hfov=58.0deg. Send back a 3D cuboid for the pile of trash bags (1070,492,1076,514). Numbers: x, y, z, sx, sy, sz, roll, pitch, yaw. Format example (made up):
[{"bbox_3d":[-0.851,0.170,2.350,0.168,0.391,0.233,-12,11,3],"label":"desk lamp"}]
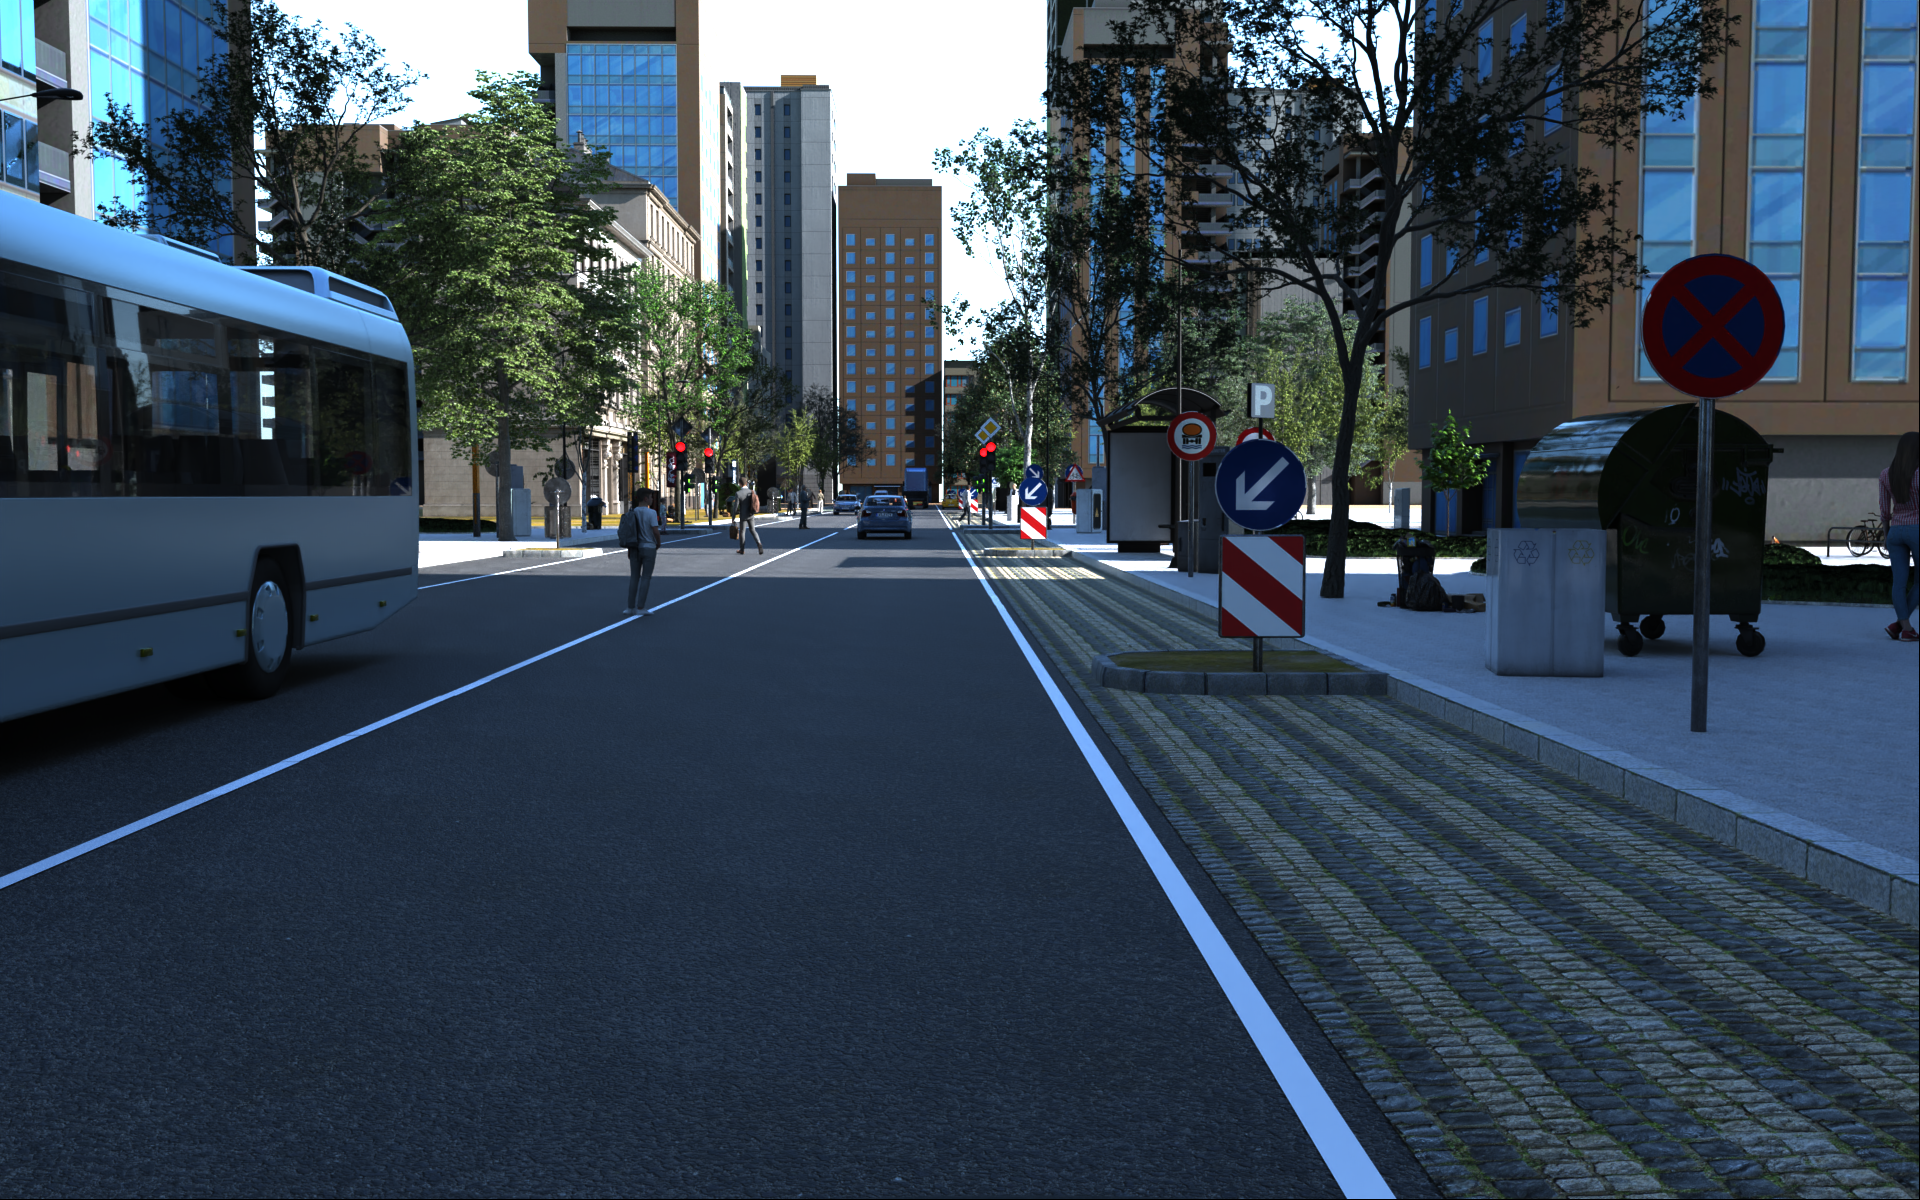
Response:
[{"bbox_3d":[6.210,-3.757,71.185,3.447,1.369,1.912,0,4,-7],"label":"pile of trash bags"}]

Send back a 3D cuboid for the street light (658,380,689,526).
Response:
[{"bbox_3d":[-11.720,-6.001,70.665,1.470,5.913,1.316,0,4,-1],"label":"street light"}]

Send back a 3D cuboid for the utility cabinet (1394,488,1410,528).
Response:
[{"bbox_3d":[15.900,-3.284,62.376,0.318,1.500,1.173,0,4,1],"label":"utility cabinet"}]

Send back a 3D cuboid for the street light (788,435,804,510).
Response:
[{"bbox_3d":[-12.904,-9.984,135.779,1.470,5.913,1.316,0,4,-1],"label":"street light"}]

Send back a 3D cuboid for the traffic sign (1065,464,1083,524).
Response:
[{"bbox_3d":[4.895,-4.545,74.423,0.768,2.556,0.104,0,4,6],"label":"traffic sign"}]

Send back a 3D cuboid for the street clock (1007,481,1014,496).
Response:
[{"bbox_3d":[2.914,-5.814,99.627,0.358,2.002,0.471,3,5,43],"label":"street clock"}]

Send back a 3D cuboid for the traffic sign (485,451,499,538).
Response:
[{"bbox_3d":[-13.544,-3.094,50.692,0.768,2.556,0.104,0,4,6],"label":"traffic sign"}]

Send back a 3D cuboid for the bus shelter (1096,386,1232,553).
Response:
[{"bbox_3d":[4.045,-2.535,35.371,2.014,3.302,5.546,0,4,-1],"label":"bus shelter"}]

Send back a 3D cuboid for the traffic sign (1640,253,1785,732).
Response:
[{"bbox_3d":[3.993,-0.561,9.286,0.768,2.556,0.104,0,4,0],"label":"traffic sign"}]

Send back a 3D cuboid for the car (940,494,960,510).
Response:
[{"bbox_3d":[-0.821,-9.226,161.062,2.015,1.641,3.980,0,4,-1],"label":"car"}]

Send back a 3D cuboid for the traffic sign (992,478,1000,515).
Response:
[{"bbox_3d":[2.116,-6.300,105.142,0.606,2.300,0.079,0,4,5],"label":"traffic sign"}]

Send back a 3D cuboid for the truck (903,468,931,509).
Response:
[{"bbox_3d":[-4.565,-11.146,171.991,2.967,4.110,18.799,0,4,1],"label":"truck"}]

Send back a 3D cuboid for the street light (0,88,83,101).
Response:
[{"bbox_3d":[-10.740,-2.901,19.971,1.470,5.913,1.316,0,4,-1],"label":"street light"}]

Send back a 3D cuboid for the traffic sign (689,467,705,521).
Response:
[{"bbox_3d":[-12.630,-5.062,82.771,0.884,2.594,0.081,0,4,1],"label":"traffic sign"}]

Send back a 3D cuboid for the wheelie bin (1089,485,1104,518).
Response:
[{"bbox_3d":[4.724,-3.251,61.063,0.693,1.594,0.980,1,4,21],"label":"wheelie bin"}]

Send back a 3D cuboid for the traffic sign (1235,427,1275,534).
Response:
[{"bbox_3d":[5.608,-2.005,32.888,0.768,2.556,0.104,1,4,9],"label":"traffic sign"}]

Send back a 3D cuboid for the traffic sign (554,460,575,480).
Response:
[{"bbox_3d":[-14.121,-3.779,61.895,0.768,2.556,0.104,0,4,2],"label":"traffic sign"}]

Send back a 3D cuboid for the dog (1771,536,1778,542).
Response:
[{"bbox_3d":[17.227,-1.134,36.269,0.748,0.427,0.550,1,4,10],"label":"dog"}]

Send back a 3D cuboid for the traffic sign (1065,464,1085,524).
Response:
[{"bbox_3d":[4.902,-4.513,73.786,0.884,2.594,0.081,0,4,7],"label":"traffic sign"}]

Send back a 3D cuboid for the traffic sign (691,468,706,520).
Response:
[{"bbox_3d":[-12.920,-5.217,85.411,0.768,2.556,0.104,0,4,8],"label":"traffic sign"}]

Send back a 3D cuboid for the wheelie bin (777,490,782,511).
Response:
[{"bbox_3d":[-13.850,-7.476,130.133,0.980,1.594,0.693,-1,4,-20],"label":"wheelie bin"}]

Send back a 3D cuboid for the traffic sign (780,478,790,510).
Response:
[{"bbox_3d":[-14.114,-8.545,139.714,0.884,2.594,0.081,0,4,7],"label":"traffic sign"}]

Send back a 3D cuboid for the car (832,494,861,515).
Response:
[{"bbox_3d":[-7.877,-6.653,120.781,2.014,1.417,4.499,0,4,-1],"label":"car"}]

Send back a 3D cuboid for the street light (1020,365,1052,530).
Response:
[{"bbox_3d":[2.600,-5.475,62.064,1.470,5.913,1.316,0,4,-1],"label":"street light"}]

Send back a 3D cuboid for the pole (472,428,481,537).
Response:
[{"bbox_3d":[-14.520,-3.555,51.963,0.158,3.312,0.155,0,3,0],"label":"pole"}]

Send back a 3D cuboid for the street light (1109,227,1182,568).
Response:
[{"bbox_3d":[3.229,-3.504,29.831,1.470,5.913,1.316,0,4,-1],"label":"street light"}]

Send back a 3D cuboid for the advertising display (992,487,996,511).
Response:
[{"bbox_3d":[2.599,-7.884,134.117,0.123,1.923,0.974,2,4,27],"label":"advertising display"}]

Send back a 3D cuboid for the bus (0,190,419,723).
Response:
[{"bbox_3d":[-5.960,-0.857,8.875,2.948,3.499,13.247,0,4,-1],"label":"bus"}]

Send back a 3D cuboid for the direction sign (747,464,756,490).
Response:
[{"bbox_3d":[-15.737,-8.487,130.767,0.876,3.537,0.379,3,5,39],"label":"direction sign"}]

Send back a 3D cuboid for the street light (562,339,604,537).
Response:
[{"bbox_3d":[-11.372,-4.868,52.130,1.470,5.913,1.316,0,4,-1],"label":"street light"}]

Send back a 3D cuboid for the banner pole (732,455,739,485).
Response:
[{"bbox_3d":[-14.222,-7.332,109.892,0.401,3.779,0.863,2,4,27],"label":"banner pole"}]

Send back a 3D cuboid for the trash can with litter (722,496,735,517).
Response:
[{"bbox_3d":[-12.953,-5.264,97.460,0.624,1.170,1.055,1,4,16],"label":"trash can with litter"}]

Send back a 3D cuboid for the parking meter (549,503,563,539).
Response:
[{"bbox_3d":[-11.659,-2.544,49.999,0.372,1.533,0.369,0,3,0],"label":"parking meter"}]

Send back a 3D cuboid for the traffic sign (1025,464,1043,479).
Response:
[{"bbox_3d":[3.173,-4.510,73.851,0.768,2.556,0.104,0,4,4],"label":"traffic sign"}]

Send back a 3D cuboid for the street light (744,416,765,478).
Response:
[{"bbox_3d":[-12.264,-7.983,103.069,1.470,5.913,1.316,0,4,-1],"label":"street light"}]

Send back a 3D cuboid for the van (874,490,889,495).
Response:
[{"bbox_3d":[-8.157,-10.556,179.595,2.013,2.044,4.112,0,4,-1],"label":"van"}]

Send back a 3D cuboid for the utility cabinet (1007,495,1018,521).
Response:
[{"bbox_3d":[2.639,-4.399,83.086,0.306,1.237,1.020,2,4,35],"label":"utility cabinet"}]

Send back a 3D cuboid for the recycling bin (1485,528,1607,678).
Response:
[{"bbox_3d":[4.204,0.005,12.472,0.722,1.027,0.722,1,4,9],"label":"recycling bin"}]

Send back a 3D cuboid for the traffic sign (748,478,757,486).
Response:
[{"bbox_3d":[-14.832,-7.630,124.481,0.795,2.593,0.064,0,3,0],"label":"traffic sign"}]

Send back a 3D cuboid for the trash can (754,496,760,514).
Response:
[{"bbox_3d":[-13.140,-6.053,110.626,0.748,1.137,0.748,0,3,0],"label":"trash can"}]

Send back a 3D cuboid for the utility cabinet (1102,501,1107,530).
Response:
[{"bbox_3d":[5.488,-3.117,62.121,1.020,1.237,0.306,-1,4,-10],"label":"utility cabinet"}]

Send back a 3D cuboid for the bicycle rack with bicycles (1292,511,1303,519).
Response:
[{"bbox_3d":[12.905,-3.582,71.950,2.925,0.926,2.852,2,4,34],"label":"bicycle rack with bicycles"}]

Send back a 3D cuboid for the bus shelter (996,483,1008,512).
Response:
[{"bbox_3d":[3.286,-8.461,129.617,1.731,3.624,6.357,0,4,-1],"label":"bus shelter"}]

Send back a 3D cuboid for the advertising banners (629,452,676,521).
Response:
[{"bbox_3d":[-12.638,-4.610,71.568,2.074,3.025,0.090,0,4,5],"label":"advertising banners"}]

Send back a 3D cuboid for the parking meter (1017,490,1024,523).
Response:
[{"bbox_3d":[2.724,-4.189,76.898,0.372,1.533,0.369,0,3,0],"label":"parking meter"}]

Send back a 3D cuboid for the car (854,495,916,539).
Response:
[{"bbox_3d":[-2.440,-2.705,56.228,2.014,1.417,4.499,0,4,-2],"label":"car"}]

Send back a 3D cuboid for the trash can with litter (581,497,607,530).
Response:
[{"bbox_3d":[-13.216,-3.120,62.400,0.624,1.170,1.055,1,4,14],"label":"trash can with litter"}]

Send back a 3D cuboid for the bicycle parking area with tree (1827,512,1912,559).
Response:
[{"bbox_3d":[21.848,-2.833,33.330,8.231,4.147,9.016,0,4,-1],"label":"bicycle parking area with tree"}]

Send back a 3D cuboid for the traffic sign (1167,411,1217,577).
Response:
[{"bbox_3d":[3.562,-1.624,26.662,0.768,2.556,0.104,0,4,6],"label":"traffic sign"}]

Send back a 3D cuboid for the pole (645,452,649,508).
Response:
[{"bbox_3d":[-15.242,-5.538,84.390,0.158,3.312,0.155,0,3,0],"label":"pole"}]
